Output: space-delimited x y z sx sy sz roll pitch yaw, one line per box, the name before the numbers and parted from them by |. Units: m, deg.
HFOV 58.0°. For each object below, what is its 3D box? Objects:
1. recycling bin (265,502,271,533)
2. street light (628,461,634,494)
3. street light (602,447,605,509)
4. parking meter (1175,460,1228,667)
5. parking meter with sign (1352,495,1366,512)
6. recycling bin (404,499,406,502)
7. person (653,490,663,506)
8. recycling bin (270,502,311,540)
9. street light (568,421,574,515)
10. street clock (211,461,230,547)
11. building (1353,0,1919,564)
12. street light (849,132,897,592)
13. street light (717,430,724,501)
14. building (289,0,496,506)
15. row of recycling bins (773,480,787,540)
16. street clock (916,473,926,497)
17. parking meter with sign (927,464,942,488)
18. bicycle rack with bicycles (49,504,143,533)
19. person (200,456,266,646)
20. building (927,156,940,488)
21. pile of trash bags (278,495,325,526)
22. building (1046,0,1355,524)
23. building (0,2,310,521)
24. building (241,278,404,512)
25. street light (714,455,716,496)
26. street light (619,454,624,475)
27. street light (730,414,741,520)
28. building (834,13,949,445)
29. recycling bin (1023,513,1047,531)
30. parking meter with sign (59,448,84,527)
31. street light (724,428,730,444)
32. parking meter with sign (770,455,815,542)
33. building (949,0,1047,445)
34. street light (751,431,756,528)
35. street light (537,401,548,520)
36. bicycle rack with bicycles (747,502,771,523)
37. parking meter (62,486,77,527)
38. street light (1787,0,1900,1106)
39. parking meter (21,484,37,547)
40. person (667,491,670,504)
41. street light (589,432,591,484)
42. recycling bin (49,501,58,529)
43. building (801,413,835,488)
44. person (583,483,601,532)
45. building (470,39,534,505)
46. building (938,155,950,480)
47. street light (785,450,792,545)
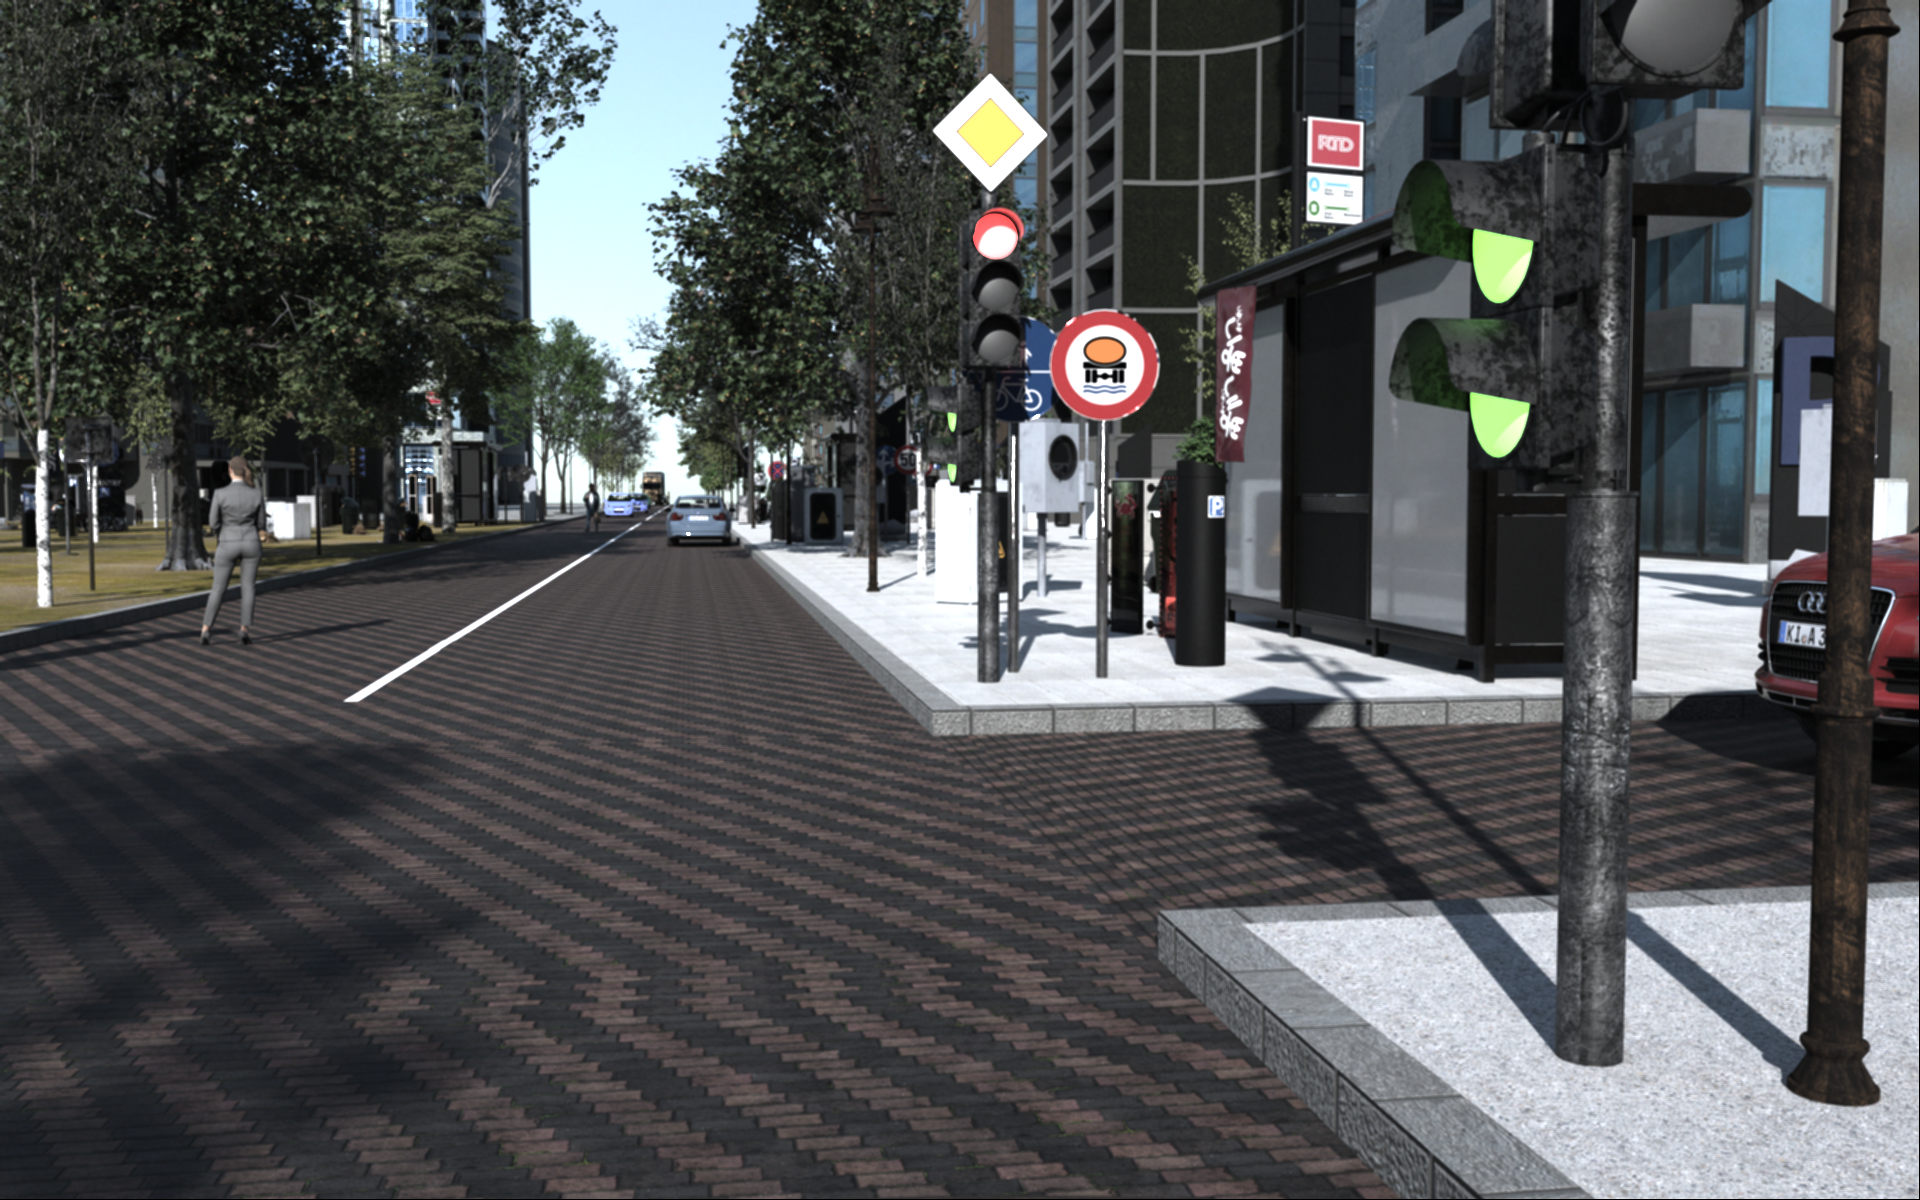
recycling bin | -22.599 -2.739 57.344 0.722 1.027 0.722 0 4 -8
street light | -40.342 -14.575 211.090 0.468 5.910 1.993 -1 4 -9
street light | -30.783 -10.814 149.590 0.468 5.910 1.993 -1 4 -9
parking meter | 1.809 -0.281 13.000 0.372 1.533 0.369 0 3 0
parking meter with sign | 8.504 -2.542 37.815 1.738 3.016 0.543 0 4 -5
recycling bin | -26.581 -4.220 81.545 0.722 1.027 0.722 1 4 20
person | -36.125 -12.197 207.544 1.348 1.869 0.705 -2 4 -34
recycling bin | -18.815 -2.218 48.821 0.722 1.027 0.722 2 4 24
street light | -24.151 -8.236 107.445 0.468 5.910 1.993 -1 4 -9
street clock | -16.052 -2.024 37.658 0.358 2.002 0.471 0 4 -1
building | 25.495 -25.803 41.488 30.456 49.044 23.786 -1 4 -9
street light | -1.144 -3.049 22.645 0.468 5.910 1.993 -1 4 -9
street light | -16.289 -8.942 118.992 0.468 5.910 1.993 -1 4 -9
building | -62.758 -53.690 190.498 22.319 86.520 31.000 -1 4 -9
row of recycling bins | -4.888 -2.606 49.713 1.069 1.692 3.534 0 4 -8
street clock | -1.197 -2.991 53.470 0.358 2.002 0.471 -1 4 -13
parking meter with sign | -1.712 -5.213 81.493 1.738 3.016 0.543 -3 4 -38
bicycle rack with bicycles | -29.036 -2.681 57.223 2.852 0.926 2.925 2 4 35
person | -6.909 -0.469 16.446 0.573 1.790 0.520 3 5 41
building | 10.622 -27.378 139.508 32.217 40.220 23.993 -1 4 -9
pile of trash bags | -26.971 -3.603 68.660 3.447 1.369 1.912 -1 4 -13
building | 13.908 -39.140 78.184 20.563 71.187 20.611 -1 4 -9
building | -52.658 -24.427 91.258 32.217 40.220 23.993 -1 4 -9
building | -54.788 -16.708 118.215 27.650 21.520 28.899 -1 4 -9
street light | -19.511 -10.223 139.936 0.468 5.910 1.993 -1 4 -9
street light | -36.946 -13.239 189.243 0.468 5.910 1.993 -1 4 -9
street light | -10.995 -6.905 85.683 0.468 5.910 1.993 -1 4 -9
building | -4.219 -40.462 203.556 21.231 58.520 28.212 -1 4 -9
recycling bin | 2.569 -2.906 60.073 0.722 1.027 0.722 -1 4 -21
parking meter with sign | -34.059 -4.325 66.979 0.543 3.016 1.738 0 4 7
street light | -12.868 -7.628 97.500 0.468 5.910 1.993 -1 4 -9
parking meter with sign | -4.238 -3.055 46.204 1.738 3.016 0.543 1 4 14
building | 7.245 -27.795 104.555 14.600 45.320 14.200 -1 4 -9
street light | -7.741 -5.624 64.745 0.468 5.910 1.993 -1 4 -9
street light | -20.764 -6.935 86.168 0.468 5.910 1.993 -1 4 -9
bicycle rack with bicycles | -8.357 -3.892 77.012 2.852 0.926 2.925 3 5 39
parking meter | -27.209 -2.722 52.915 0.372 1.533 0.369 0 3 0
street light | 1.873 -1.881 3.537 0.468 5.910 1.993 -1 4 -9
parking meter | -22.700 -2.071 42.280 0.372 1.533 0.369 0 3 0
person | -40.697 -14.267 241.770 0.705 1.823 1.348 -1 4 -19
street light | -27.491 -9.533 128.658 0.468 5.910 1.993 -1 4 -9
recycling bin | -34.000 -3.163 64.272 0.722 1.027 0.722 1 4 16
building | -6.665 -23.786 233.946 27.650 21.520 28.899 -1 4 -9
person | -13.617 -3.413 64.289 0.794 1.824 0.713 1 4 15
building | -66.662 -41.508 220.662 21.231 58.520 28.212 -1 4 -9
building | 5.230 -21.254 119.212 14.160 30.474 14.107 -1 4 -9
street light | -4.336 -4.339 43.726 0.468 5.910 1.993 -1 4 -9
